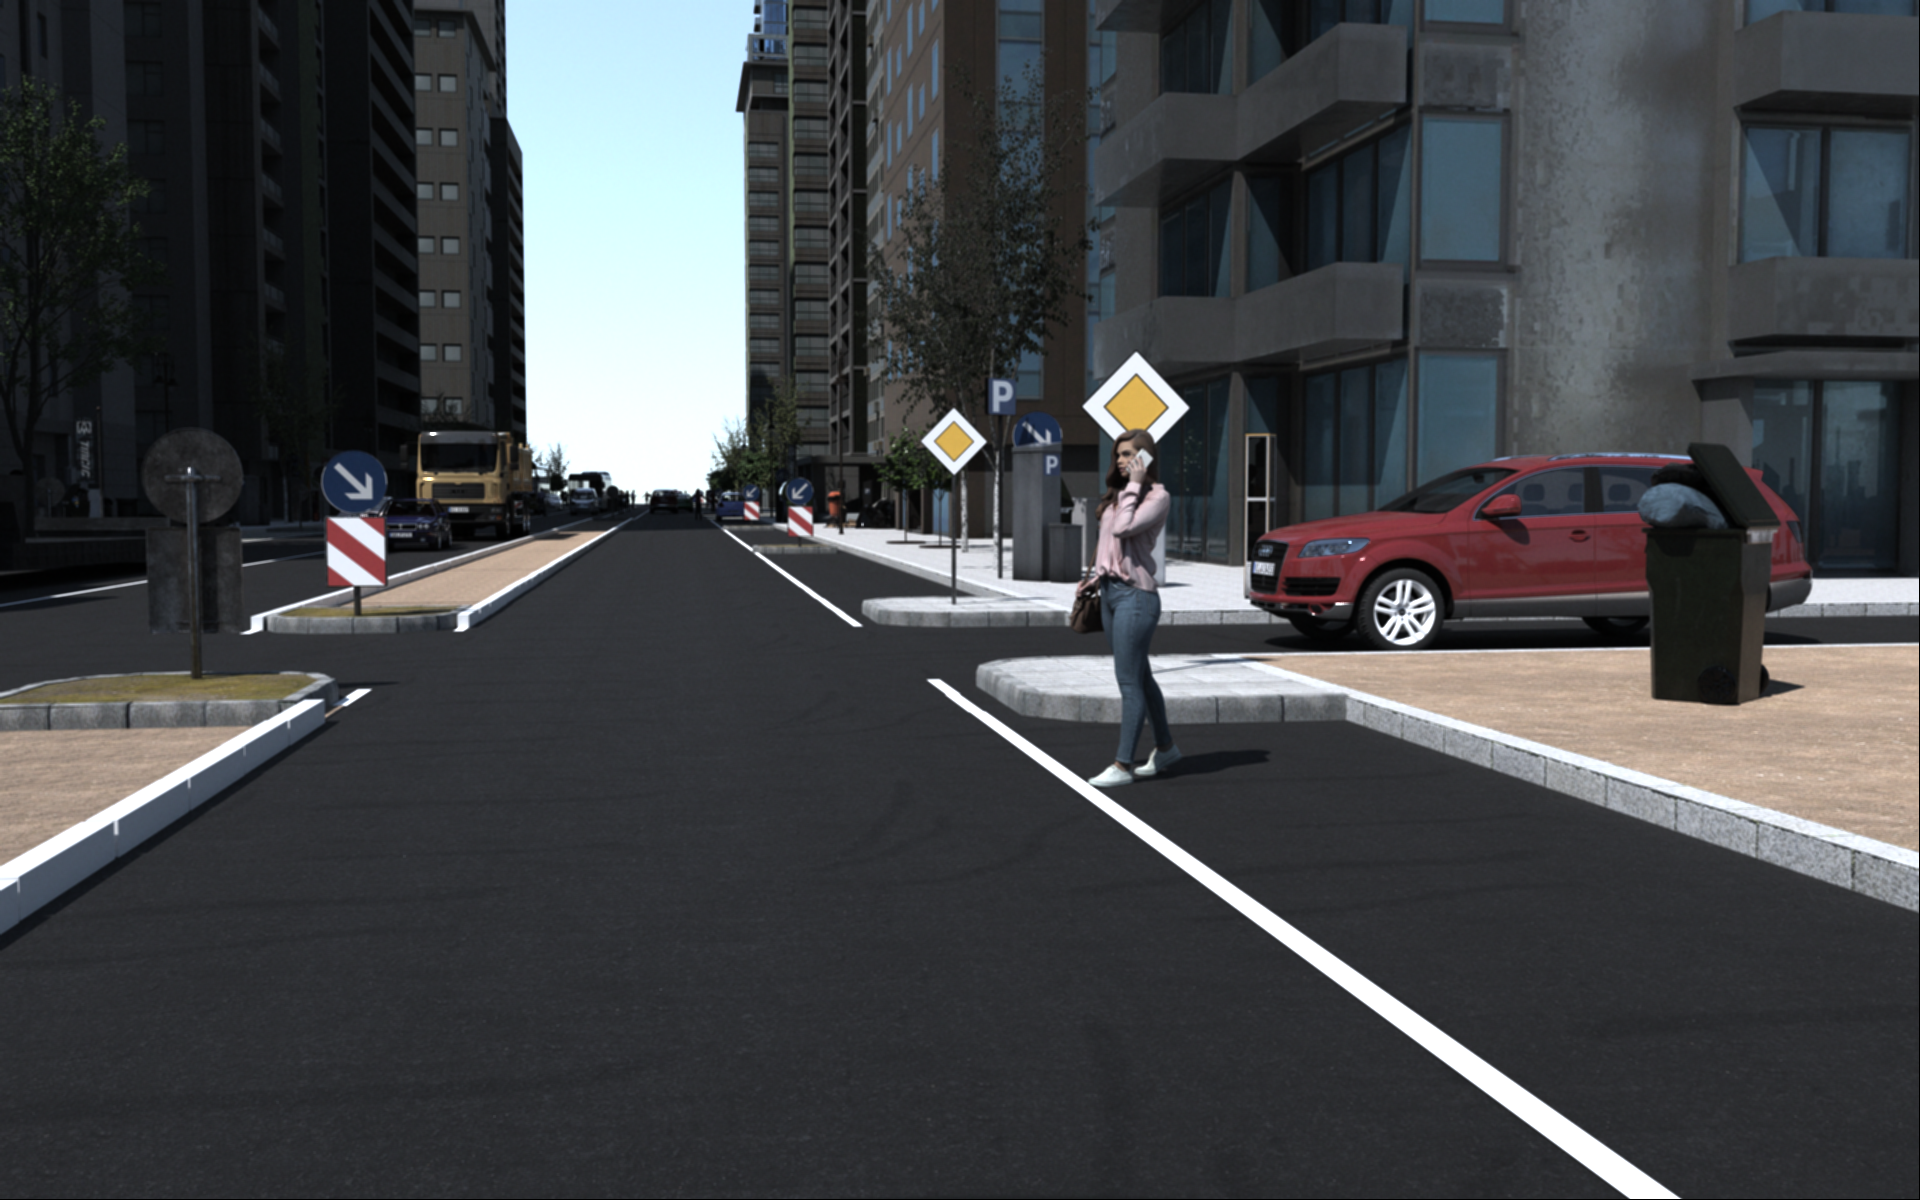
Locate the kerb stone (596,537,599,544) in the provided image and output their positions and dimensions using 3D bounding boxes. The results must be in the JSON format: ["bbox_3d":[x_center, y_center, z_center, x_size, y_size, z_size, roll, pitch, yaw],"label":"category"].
[{"bbox_3d":[-10.211,-1.595,48.288,0.120,0.150,1.000,-1,4,-9],"label":"kerb stone"}]

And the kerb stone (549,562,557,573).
[{"bbox_3d":[-7.380,-0.538,31.102,0.120,0.150,1.000,-1,4,-9],"label":"kerb stone"}]

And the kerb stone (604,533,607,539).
[{"bbox_3d":[-11.044,-1.901,53.349,0.120,0.150,1.000,-1,4,-9],"label":"kerb stone"}]

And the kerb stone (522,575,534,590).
[{"bbox_3d":[-6.545,-0.236,26.056,0.120,0.150,1.000,-1,4,-9],"label":"kerb stone"}]

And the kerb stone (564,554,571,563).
[{"bbox_3d":[-8.044,-0.792,35.137,0.120,0.150,1.000,-1,4,-9],"label":"kerb stone"}]

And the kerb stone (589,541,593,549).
[{"bbox_3d":[-9.537,-1.348,44.239,0.120,0.150,1.000,-1,4,-9],"label":"kerb stone"}]

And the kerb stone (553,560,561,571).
[{"bbox_3d":[-7.547,-0.606,32.110,0.120,0.150,1.000,-1,4,-9],"label":"kerb stone"}]

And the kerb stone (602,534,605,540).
[{"bbox_3d":[-10.876,-1.844,52.341,0.120,0.150,1.000,-1,4,-9],"label":"kerb stone"}]

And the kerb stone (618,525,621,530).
[{"bbox_3d":[-13.210,-2.707,66.505,0.120,0.150,1.000,-1,4,-9],"label":"kerb stone"}]

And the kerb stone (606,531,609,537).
[{"bbox_3d":[-11.372,-2.027,55.367,0.120,0.150,1.000,-1,4,-9],"label":"kerb stone"}]

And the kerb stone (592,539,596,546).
[{"bbox_3d":[-9.880,-1.471,46.270,0.120,0.150,1.000,-1,4,-9],"label":"kerb stone"}]

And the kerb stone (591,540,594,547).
[{"bbox_3d":[-9.714,-1.410,45.253,0.120,0.150,1.000,-1,4,-9],"label":"kerb stone"}]

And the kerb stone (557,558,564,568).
[{"bbox_3d":[-7.717,-0.668,33.117,0.120,0.150,1.000,-1,4,-9],"label":"kerb stone"}]

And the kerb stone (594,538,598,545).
[{"bbox_3d":[-10.044,-1.534,47.280,0.120,0.150,1.000,-1,4,-9],"label":"kerb stone"}]

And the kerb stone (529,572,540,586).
[{"bbox_3d":[-6.705,-0.295,27.067,0.120,0.150,1.000,-1,4,-9],"label":"kerb stone"}]

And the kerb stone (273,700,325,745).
[{"bbox_3d":[-3.954,0.728,10.341,0.120,0.150,1.000,-1,4,-9],"label":"kerb stone"}]

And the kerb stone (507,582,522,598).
[{"bbox_3d":[-6.220,-0.112,24.038,0.120,0.150,1.000,-1,4,-9],"label":"kerb stone"}]

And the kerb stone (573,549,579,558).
[{"bbox_3d":[-8.546,-0.977,38.169,0.120,0.150,1.000,-1,4,-9],"label":"kerb stone"}]

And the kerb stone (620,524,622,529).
[{"bbox_3d":[-13.548,-2.834,68.532,0.120,0.150,1.000,-1,4,-9],"label":"kerb stone"}]

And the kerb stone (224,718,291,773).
[{"bbox_3d":[-3.792,0.787,9.329,0.120,0.150,1.000,-1,4,-9],"label":"kerb stone"}]

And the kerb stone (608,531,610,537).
[{"bbox_3d":[-11.541,-2.090,56.374,0.120,0.150,1.000,-1,4,-9],"label":"kerb stone"}]

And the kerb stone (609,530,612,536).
[{"bbox_3d":[-11.709,-2.153,57.391,0.120,0.150,1.000,-1,4,-9],"label":"kerb stone"}]

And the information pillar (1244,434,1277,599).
[{"bbox_3d":[3.677,-1.023,21.213,0.304,2.012,0.304,2,4,26],"label":"information pillar"}]

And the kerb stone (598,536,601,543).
[{"bbox_3d":[-10.375,-1.657,49.308,0.120,0.150,1.000,-1,4,-9],"label":"kerb stone"}]

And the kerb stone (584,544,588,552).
[{"bbox_3d":[-9.210,-1.222,42.215,0.120,0.150,1.000,-1,4,-9],"label":"kerb stone"}]

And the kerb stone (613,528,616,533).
[{"bbox_3d":[-12.379,-2.401,61.446,0.120,0.150,1.000,-1,4,-9],"label":"kerb stone"}]

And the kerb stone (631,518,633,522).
[{"bbox_3d":[-16.217,-3.819,84.726,0.120,0.150,1.000,-1,4,-9],"label":"kerb stone"}]

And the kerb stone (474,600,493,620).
[{"bbox_3d":[-5.544,0.134,20.002,0.120,0.150,1.000,-1,4,-9],"label":"kerb stone"}]

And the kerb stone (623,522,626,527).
[{"bbox_3d":[-14.393,-3.143,73.589,0.120,0.150,1.000,-1,4,-9],"label":"kerb stone"}]

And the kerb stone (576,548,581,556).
[{"bbox_3d":[-8.711,-1.039,39.186,0.120,0.150,1.000,-1,4,-9],"label":"kerb stone"}]

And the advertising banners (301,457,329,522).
[{"bbox_3d":[-30.287,-5.206,81.303,0.090,3.025,2.074,1,4,19],"label":"advertising banners"}]

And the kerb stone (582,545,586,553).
[{"bbox_3d":[-9.046,-1.160,41.206,0.120,0.150,1.000,-1,4,-9],"label":"kerb stone"}]

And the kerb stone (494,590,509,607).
[{"bbox_3d":[-5.876,0.011,22.019,0.120,0.150,1.000,-1,4,-9],"label":"kerb stone"}]

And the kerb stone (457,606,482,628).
[{"bbox_3d":[-5.387,0.201,18.988,0.120,0.150,1.000,-1,4,-9],"label":"kerb stone"}]

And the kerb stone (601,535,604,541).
[{"bbox_3d":[-10.715,-1.782,51.331,0.120,0.150,1.000,-1,4,-9],"label":"kerb stone"}]

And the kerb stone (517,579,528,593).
[{"bbox_3d":[-6.385,-0.174,25.046,0.120,0.150,1.000,-1,4,-9],"label":"kerb stone"}]

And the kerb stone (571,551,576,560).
[{"bbox_3d":[-8.375,-0.915,37.156,0.120,0.150,1.000,-1,4,-9],"label":"kerb stone"}]

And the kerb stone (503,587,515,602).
[{"bbox_3d":[-6.053,-0.044,23.030,0.120,0.150,1.000,-1,4,-9],"label":"kerb stone"}]

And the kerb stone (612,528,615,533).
[{"bbox_3d":[-12.215,-2.338,60.434,0.120,0.150,1.000,-1,4,-9],"label":"kerb stone"}]

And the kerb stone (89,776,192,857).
[{"bbox_3d":[-3.457,0.911,7.308,0.120,0.150,1.000,-1,4,-9],"label":"kerb stone"}]

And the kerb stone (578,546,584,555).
[{"bbox_3d":[-8.878,-1.101,40.198,0.120,0.150,1.000,-1,4,-9],"label":"kerb stone"}]

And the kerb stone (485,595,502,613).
[{"bbox_3d":[-5.704,0.072,21.012,0.120,0.150,1.000,-1,4,-9],"label":"kerb stone"}]

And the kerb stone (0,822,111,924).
[{"bbox_3d":[-3.295,0.973,6.292,0.120,0.150,1.000,-1,4,-9],"label":"kerb stone"}]

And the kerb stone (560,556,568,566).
[{"bbox_3d":[-7.877,-0.730,34.127,0.120,0.150,1.000,-1,4,-9],"label":"kerb stone"}]

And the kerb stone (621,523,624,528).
[{"bbox_3d":[-13.887,-2.958,70.559,0.120,0.150,1.000,-1,4,-9],"label":"kerb stone"}]

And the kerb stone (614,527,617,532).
[{"bbox_3d":[-12.545,-2.462,62.455,0.120,0.150,1.000,-1,4,-9],"label":"kerb stone"}]

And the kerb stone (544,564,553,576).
[{"bbox_3d":[-7.209,-0.482,30.094,0.120,0.150,1.000,-1,4,-9],"label":"kerb stone"}]

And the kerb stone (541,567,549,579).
[{"bbox_3d":[-7.045,-0.419,29.083,0.120,0.150,1.000,-1,4,-9],"label":"kerb stone"}]

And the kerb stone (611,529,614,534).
[{"bbox_3d":[-12.046,-2.276,59.425,0.120,0.150,1.000,-1,4,-9],"label":"kerb stone"}]

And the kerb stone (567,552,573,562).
[{"bbox_3d":[-8.214,-0.853,36.145,0.120,0.150,1.000,-1,4,-9],"label":"kerb stone"}]

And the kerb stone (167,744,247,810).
[{"bbox_3d":[-3.622,0.849,8.317,0.120,0.150,1.000,-1,4,-9],"label":"kerb stone"}]

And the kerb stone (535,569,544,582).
[{"bbox_3d":[-6.884,-0.359,28.073,0.120,0.150,1.000,-1,4,-9],"label":"kerb stone"}]

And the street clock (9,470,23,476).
[{"bbox_3d":[-27.976,-2.870,51.503,0.471,2.002,0.358,0,4,6],"label":"street clock"}]

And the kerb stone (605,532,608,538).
[{"bbox_3d":[-11.221,-1.967,54.355,0.120,0.150,1.000,-1,4,-9],"label":"kerb stone"}]

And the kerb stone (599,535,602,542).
[{"bbox_3d":[-10.547,-1.714,50.316,0.120,0.150,1.000,-1,4,-9],"label":"kerb stone"}]

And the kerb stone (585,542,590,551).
[{"bbox_3d":[-9.379,-1.286,43.223,0.120,0.150,1.000,-1,4,-9],"label":"kerb stone"}]
